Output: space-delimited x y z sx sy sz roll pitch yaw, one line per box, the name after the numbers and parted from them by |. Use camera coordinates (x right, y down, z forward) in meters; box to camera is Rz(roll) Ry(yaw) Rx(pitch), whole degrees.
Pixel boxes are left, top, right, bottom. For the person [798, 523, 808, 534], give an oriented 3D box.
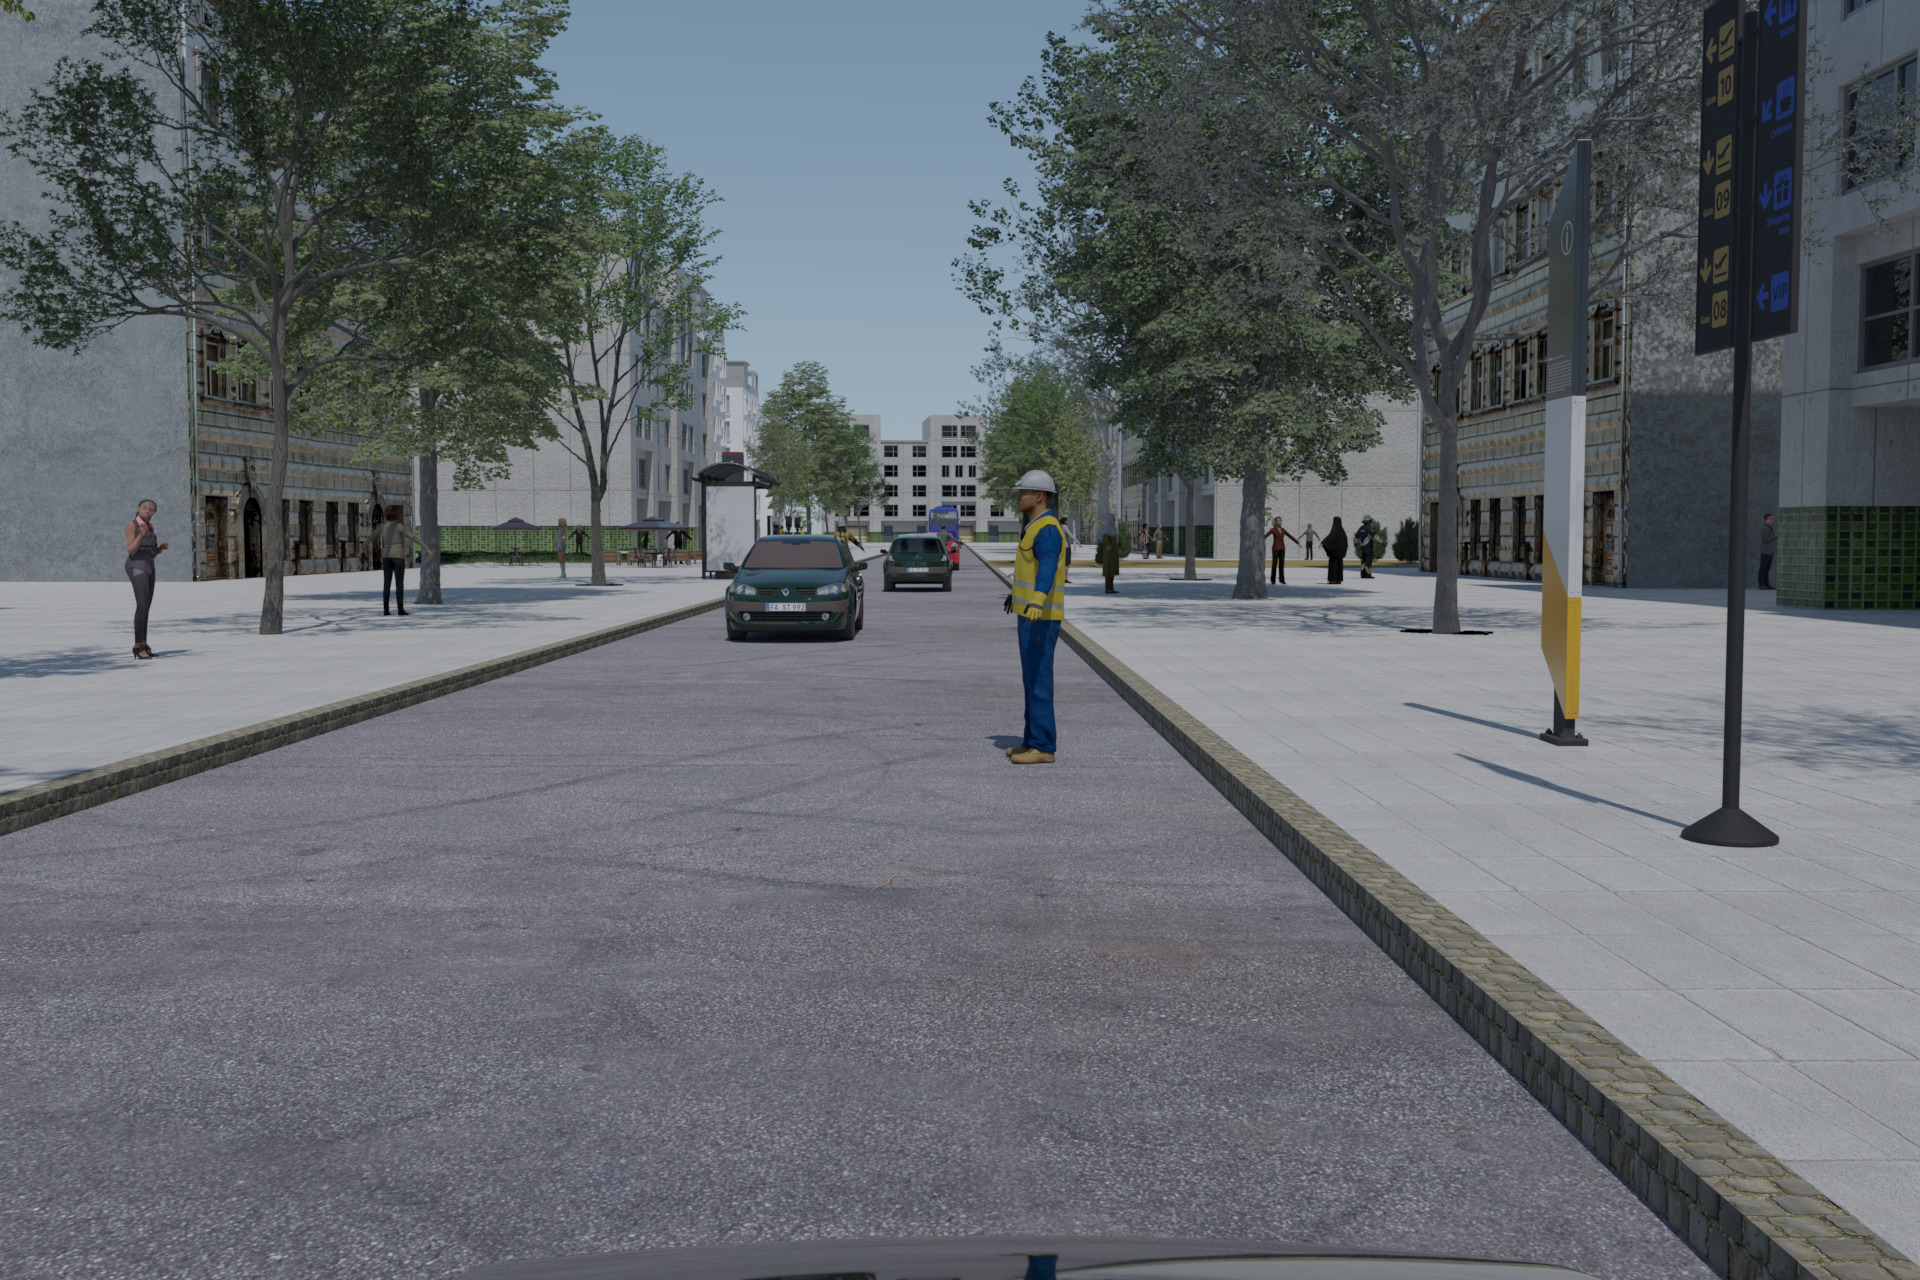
-7.303 -4.471 79.568 1.216 1.772 0.721 -1 4 -9 | person

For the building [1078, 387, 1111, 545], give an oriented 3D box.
24.434 -23.111 208.797 19.493 23.208 18.063 0 4 -1 | building

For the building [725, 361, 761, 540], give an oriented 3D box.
-28.450 -20.400 189.962 16.016 20.090 11.380 0 4 1 | building

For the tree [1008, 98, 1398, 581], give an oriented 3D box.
6.267 -8.379 47.371 12.009 13.543 11.850 0 3 0 | tree

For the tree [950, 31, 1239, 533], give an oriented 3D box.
5.540 -12.780 64.837 12.611 20.169 13.585 0 3 0 | tree

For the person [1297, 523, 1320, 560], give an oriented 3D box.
17.297 -4.874 85.817 1.348 1.813 0.705 -1 4 -20 | person

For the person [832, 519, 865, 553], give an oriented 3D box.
-3.365 -2.508 49.235 1.354 1.858 0.705 -1 4 -12 | person

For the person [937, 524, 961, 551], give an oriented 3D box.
-0.626 -3.512 66.144 1.348 1.796 0.705 0 4 6 | person

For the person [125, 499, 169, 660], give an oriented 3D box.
-8.385 -0.634 17.883 0.415 1.643 0.593 -3 5 -40 | person

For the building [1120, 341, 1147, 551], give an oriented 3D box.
22.696 -18.612 135.239 19.493 23.208 18.063 0 4 0 | building

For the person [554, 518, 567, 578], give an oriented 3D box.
-11.627 -2.666 50.208 0.721 1.753 1.214 -1 4 -21 | person

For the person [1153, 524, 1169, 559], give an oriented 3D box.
10.367 -5.113 89.876 0.705 1.796 1.348 3 5 40 | person

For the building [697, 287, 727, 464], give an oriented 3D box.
-24.707 -16.957 133.672 16.016 20.090 11.380 0 3 0 | building

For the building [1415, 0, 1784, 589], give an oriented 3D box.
24.849 -13.343 49.083 19.493 23.208 18.063 0 3 0 | building

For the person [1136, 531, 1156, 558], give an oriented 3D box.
10.162 -5.368 94.481 1.216 1.740 0.721 1 4 22 | person

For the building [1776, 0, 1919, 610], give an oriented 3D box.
23.052 -9.066 14.692 16.747 18.905 31.486 0 4 0 | building

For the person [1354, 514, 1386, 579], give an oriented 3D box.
11.706 -2.683 49.728 0.704 1.845 1.351 -2 4 -26 | person

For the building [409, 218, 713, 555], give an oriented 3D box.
-26.790 -15.072 112.886 16.747 18.905 31.486 0 4 0 | building

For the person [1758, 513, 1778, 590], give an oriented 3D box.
18.682 -2.029 39.742 0.617 1.759 0.750 -2 4 -34 | person

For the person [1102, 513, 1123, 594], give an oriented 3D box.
3.333 -1.874 37.420 0.721 1.736 1.217 1 4 18 | person

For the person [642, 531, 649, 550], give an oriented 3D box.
-17.245 -5.443 94.932 0.705 1.837 1.347 0 4 -2 | person

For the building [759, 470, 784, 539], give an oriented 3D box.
-26.773 -16.975 219.685 9.099 9.664 28.070 0 4 0 | building

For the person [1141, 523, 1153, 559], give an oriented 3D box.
9.458 -5.010 88.057 0.704 1.843 1.345 2 4 30 | person

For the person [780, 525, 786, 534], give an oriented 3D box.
-9.074 -4.971 88.080 1.217 1.733 0.721 -1 4 -23 | person

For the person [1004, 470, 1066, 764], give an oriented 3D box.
0.457 -0.153 10.934 0.705 1.833 1.349 0 4 -4 | person

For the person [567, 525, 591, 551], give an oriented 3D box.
-20.640 -5.364 93.922 1.346 1.802 0.704 -2 4 -27 | person

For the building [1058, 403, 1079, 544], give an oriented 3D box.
21.353 -22.467 233.796 16.747 18.905 31.486 0 4 0 | building

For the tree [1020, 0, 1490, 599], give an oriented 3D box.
5.791 -7.804 34.257 9.857 13.997 8.962 0 3 0 | tree

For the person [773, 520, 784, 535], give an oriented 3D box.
-7.621 -4.031 71.690 0.705 1.856 1.354 2 4 32 | person

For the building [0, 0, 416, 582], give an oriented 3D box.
-29.591 -13.688 54.725 19.493 23.208 18.063 0 4 1 | building

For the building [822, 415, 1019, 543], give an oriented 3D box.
-5.133 -24.119 263.267 31.486 18.905 16.747 0 4 -5 | building

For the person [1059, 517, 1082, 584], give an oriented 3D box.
2.792 -2.338 45.055 0.721 1.735 1.217 -2 4 -30 | person

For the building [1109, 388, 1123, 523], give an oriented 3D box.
22.107 -20.816 196.762 16.016 20.090 11.380 0 3 0 | building

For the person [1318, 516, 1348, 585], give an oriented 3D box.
9.510 -2.282 44.098 1.214 1.737 0.721 -3 5 -45 | person

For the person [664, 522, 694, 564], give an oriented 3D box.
-11.905 -4.100 73.228 1.347 1.806 0.705 -2 4 -29 | person

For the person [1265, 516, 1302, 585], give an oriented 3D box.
8.108 -2.270 43.927 1.215 1.729 0.721 -1 4 -17 | person

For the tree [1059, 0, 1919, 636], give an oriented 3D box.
6.171 -6.814 21.779 12.009 13.543 11.850 0 3 0 | tree

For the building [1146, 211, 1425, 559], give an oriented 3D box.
21.288 -14.500 103.540 16.747 18.905 31.486 0 4 0 | building

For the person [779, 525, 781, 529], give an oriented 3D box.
-10.494 -5.828 101.420 1.346 1.812 0.704 -2 4 -33 | person

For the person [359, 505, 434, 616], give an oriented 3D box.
-8.914 -1.259 27.346 1.215 1.744 0.721 0 4 6 | person
